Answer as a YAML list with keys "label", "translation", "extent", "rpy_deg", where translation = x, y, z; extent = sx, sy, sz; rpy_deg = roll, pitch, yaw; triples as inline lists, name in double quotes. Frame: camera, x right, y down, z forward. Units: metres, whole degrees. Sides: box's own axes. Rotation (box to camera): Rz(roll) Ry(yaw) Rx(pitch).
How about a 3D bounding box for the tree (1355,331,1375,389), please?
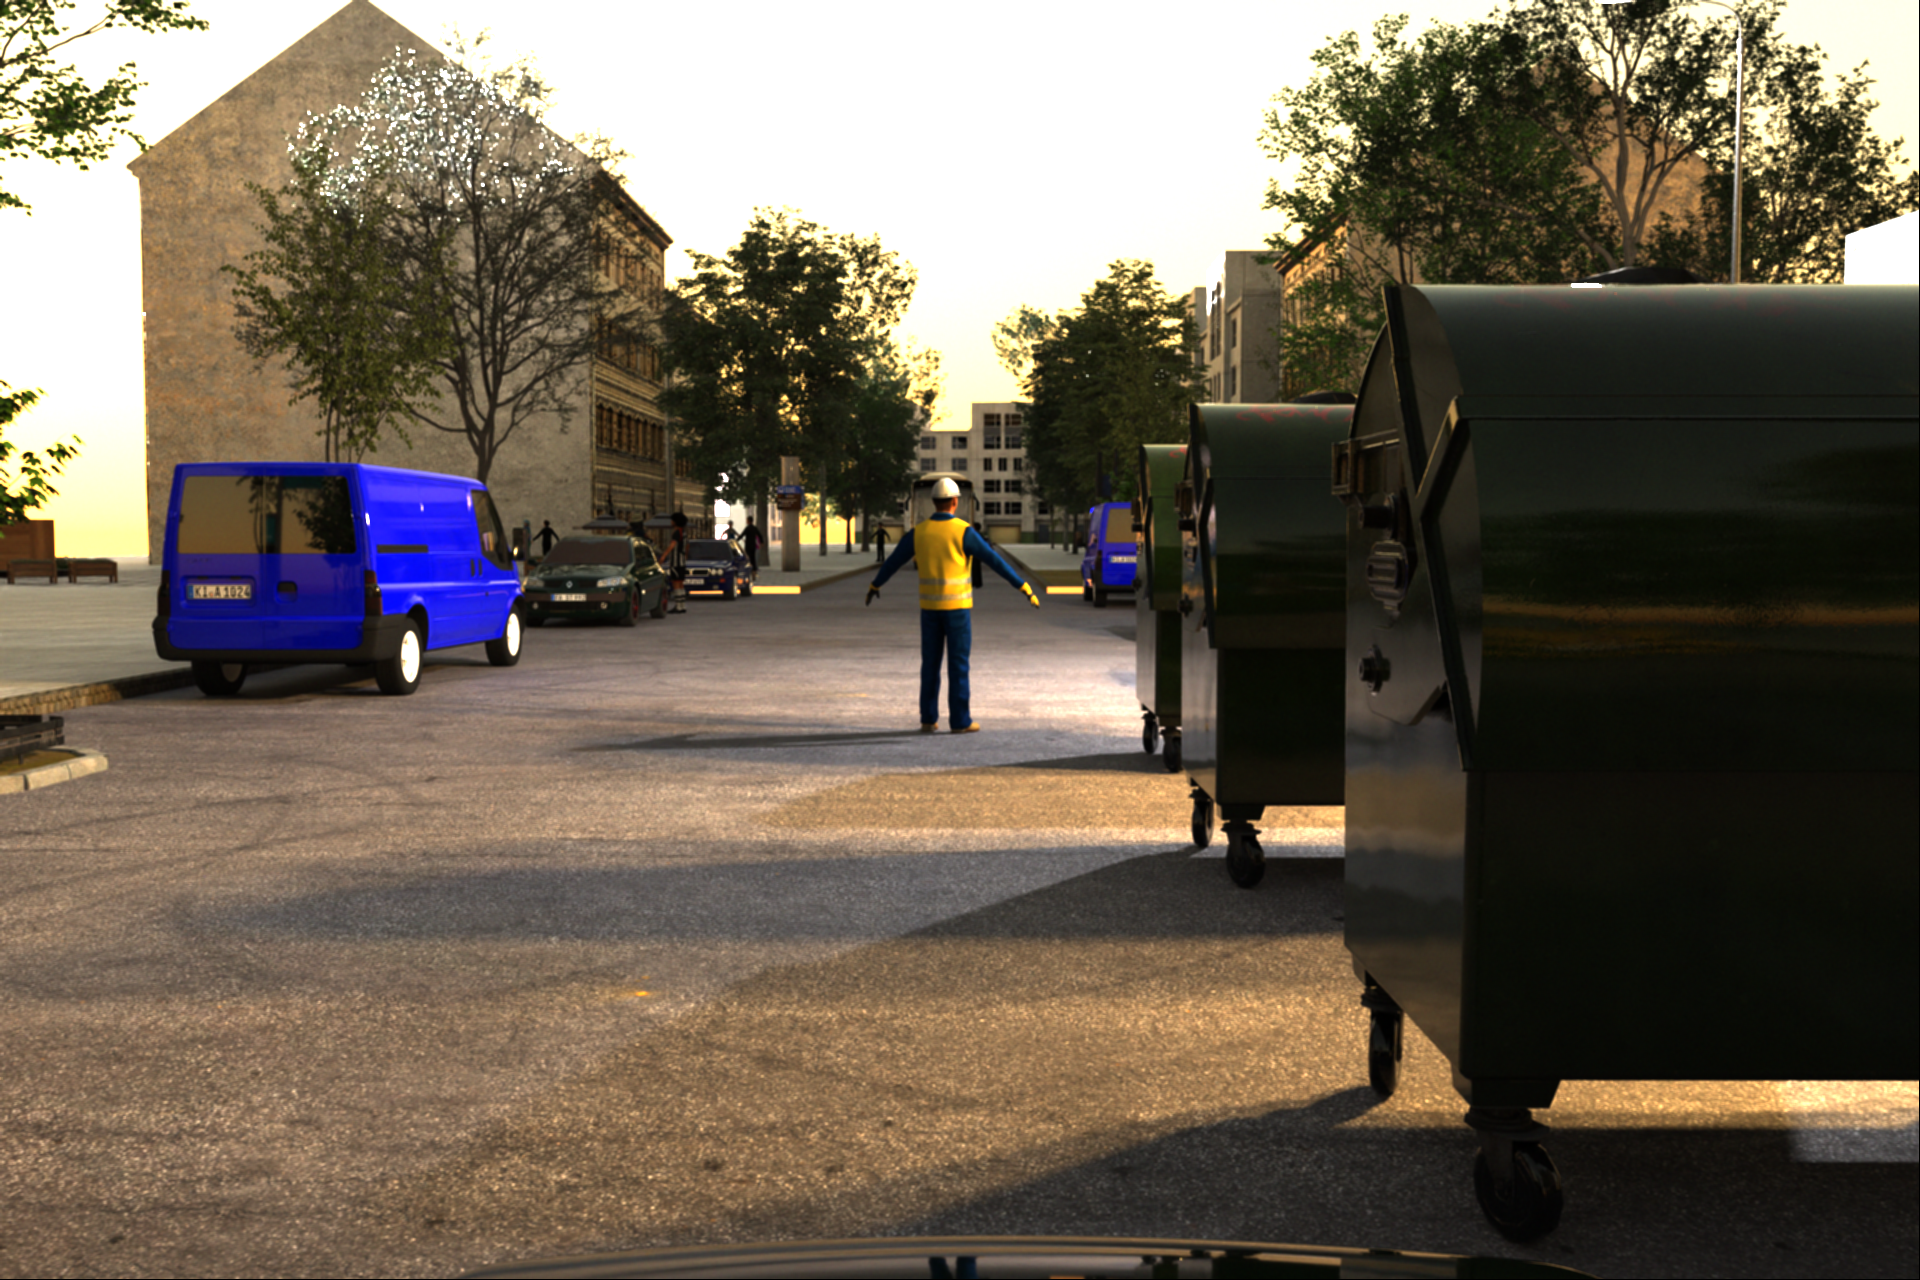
- label: "tree"
  translation: [14.278, -6.346, 54.117]
  extent: [4.737, 8.622, 4.395]
  rpy_deg: [0, 3, 0]

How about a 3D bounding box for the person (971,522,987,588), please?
- label: "person"
  translation: [0.364, -2.239, 45.786]
  extent: [0.721, 1.740, 1.216]
  rpy_deg: [3, 4, 38]

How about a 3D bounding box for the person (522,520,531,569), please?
- label: "person"
  translation: [-15.976, -3.522, 63.708]
  extent: [0.704, 1.817, 1.347]
  rpy_deg: [-1, 4, -20]

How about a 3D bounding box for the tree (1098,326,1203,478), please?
- label: "tree"
  translation: [6.665, -6.779, 61.203]
  extent: [4.737, 8.622, 4.395]
  rpy_deg: [0, 3, 0]

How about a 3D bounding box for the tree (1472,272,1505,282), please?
- label: "tree"
  translation: [15.051, -6.025, 48.871]
  extent: [4.360, 8.622, 3.978]
  rpy_deg: [0, 3, 0]

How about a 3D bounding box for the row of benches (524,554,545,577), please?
- label: "row of benches"
  translation: [-14.200, -2.267, 52.524]
  extent: [4.104, 0.672, 1.422]
  rpy_deg: [0, 4, -6]

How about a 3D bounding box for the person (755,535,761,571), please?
- label: "person"
  translation: [-7.024, -3.134, 60.509]
  extent: [0.599, 1.433, 0.991]
  rpy_deg: [-1, 4, -8]

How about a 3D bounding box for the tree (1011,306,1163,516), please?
- label: "tree"
  translation: [7.632, -11.620, 96.646]
  extent: [9.857, 13.997, 8.962]
  rpy_deg: [0, 3, 0]

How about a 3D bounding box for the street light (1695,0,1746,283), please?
- label: "street light"
  translation: [7.156, -2.584, 14.796]
  extent: [1.470, 5.913, 1.316]
  rpy_deg: [0, 4, 0]

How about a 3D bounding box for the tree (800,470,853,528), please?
- label: "tree"
  translation: [-18.187, -19.363, 234.706]
  extent: [7.486, 12.596, 7.792]
  rpy_deg: [0, 3, 0]

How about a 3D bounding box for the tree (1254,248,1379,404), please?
- label: "tree"
  translation: [9.436, -5.784, 44.927]
  extent: [4.360, 8.622, 3.978]
  rpy_deg: [0, 3, 0]

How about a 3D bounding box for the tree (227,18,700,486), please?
- label: "tree"
  translation: [-11.457, -8.006, 41.270]
  extent: [12.009, 13.543, 11.850]
  rpy_deg: [0, 3, 0]

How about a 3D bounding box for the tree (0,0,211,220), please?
- label: "tree"
  translation: [-12.135, -5.672, 18.493]
  extent: [9.928, 11.665, 9.643]
  rpy_deg: [0, 3, 0]

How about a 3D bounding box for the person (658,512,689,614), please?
- label: "person"
  translation: [-5.129, -1.391, 31.344]
  extent: [0.704, 1.843, 1.345]
  rpy_deg: [1, 4, 9]

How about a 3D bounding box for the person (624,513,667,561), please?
- label: "person"
  translation: [-6.471, -1.628, 34.847]
  extent: [1.354, 1.856, 0.705]
  rpy_deg: [2, 4, 32]

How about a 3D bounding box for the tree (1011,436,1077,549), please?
- label: "tree"
  translation: [8.087, -13.092, 148.474]
  extent: [8.767, 10.594, 7.601]
  rpy_deg: [1, 4, 20]

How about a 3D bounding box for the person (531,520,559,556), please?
- label: "person"
  translation: [-15.918, -3.698, 66.641]
  extent: [0.705, 1.806, 1.347]
  rpy_deg: [3, 5, 40]

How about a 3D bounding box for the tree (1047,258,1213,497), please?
- label: "tree"
  translation: [6.964, -9.419, 72.134]
  extent: [7.486, 12.596, 7.792]
  rpy_deg: [0, 3, 0]

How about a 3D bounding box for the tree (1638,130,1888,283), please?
- label: "tree"
  translation: [24.144, -8.647, 51.742]
  extent: [12.009, 13.543, 11.850]
  rpy_deg: [0, 3, 0]

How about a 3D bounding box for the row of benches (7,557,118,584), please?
- label: "row of benches"
  translation: [-23.888, -1.791, 44.754]
  extent: [4.104, 0.672, 1.422]
  rpy_deg: [-3, 4, -37]

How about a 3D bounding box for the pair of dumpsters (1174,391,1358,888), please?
- label: "pair of dumpsters"
  translation: [3.156, -0.156, 7.495]
  extent: [4.436, 2.255, 1.574]
  rpy_deg: [0, 3, 0]

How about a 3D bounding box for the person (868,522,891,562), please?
- label: "person"
  translation: [-3.683, -4.521, 79.860]
  extent: [1.347, 1.837, 0.705]
  rpy_deg: [3, 4, 36]

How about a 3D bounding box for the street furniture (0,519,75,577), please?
- label: "street furniture"
  translation: [-30.541, -2.849, 53.443]
  extent: [11.010, 1.723, 9.812]
  rpy_deg: [3, 4, 39]

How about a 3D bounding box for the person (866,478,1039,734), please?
- label: "person"
  translation: [-0.095, -0.251, 12.536]
  extent: [1.349, 1.833, 0.705]
  rpy_deg: [1, 4, 21]

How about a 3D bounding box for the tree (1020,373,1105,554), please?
- label: "tree"
  translation: [7.463, -11.238, 109.495]
  extent: [9.928, 11.665, 9.643]
  rpy_deg: [0, 3, 0]

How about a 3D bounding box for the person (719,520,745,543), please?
- label: "person"
  translation: [-9.429, -4.004, 71.322]
  extent: [1.347, 1.847, 0.705]
  rpy_deg: [-3, 5, -41]

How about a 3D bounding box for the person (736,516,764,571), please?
- label: "person"
  translation: [-6.198, -2.739, 51.014]
  extent: [0.704, 1.802, 1.346]
  rpy_deg: [2, 4, 35]

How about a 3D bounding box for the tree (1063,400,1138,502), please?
- label: "tree"
  translation: [7.401, -8.228, 84.893]
  extent: [4.737, 8.622, 4.395]
  rpy_deg: [0, 3, 0]

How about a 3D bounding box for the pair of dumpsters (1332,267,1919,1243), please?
- label: "pair of dumpsters"
  translation: [3.132, 0.059, 3.981]
  extent: [4.436, 2.255, 1.574]
  rpy_deg: [0, 4, 0]

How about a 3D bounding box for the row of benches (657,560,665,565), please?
- label: "row of benches"
  translation: [-9.437, -2.001, 48.187]
  extent: [4.104, 0.672, 1.422]
  rpy_deg: [1, 4, 18]

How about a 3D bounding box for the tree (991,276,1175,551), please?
- label: "tree"
  translation: [9.051, -16.543, 126.362]
  extent: [12.611, 20.169, 13.585]
  rpy_deg: [0, 3, 0]

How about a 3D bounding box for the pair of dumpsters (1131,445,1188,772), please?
- label: "pair of dumpsters"
  translation: [3.291, -0.363, 10.890]
  extent: [4.436, 2.255, 1.574]
  rpy_deg: [0, 4, 0]

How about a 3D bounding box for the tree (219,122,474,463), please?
- label: "tree"
  translation: [-11.312, -5.000, 32.111]
  extent: [4.737, 8.622, 4.395]
  rpy_deg: [0, 3, 0]
